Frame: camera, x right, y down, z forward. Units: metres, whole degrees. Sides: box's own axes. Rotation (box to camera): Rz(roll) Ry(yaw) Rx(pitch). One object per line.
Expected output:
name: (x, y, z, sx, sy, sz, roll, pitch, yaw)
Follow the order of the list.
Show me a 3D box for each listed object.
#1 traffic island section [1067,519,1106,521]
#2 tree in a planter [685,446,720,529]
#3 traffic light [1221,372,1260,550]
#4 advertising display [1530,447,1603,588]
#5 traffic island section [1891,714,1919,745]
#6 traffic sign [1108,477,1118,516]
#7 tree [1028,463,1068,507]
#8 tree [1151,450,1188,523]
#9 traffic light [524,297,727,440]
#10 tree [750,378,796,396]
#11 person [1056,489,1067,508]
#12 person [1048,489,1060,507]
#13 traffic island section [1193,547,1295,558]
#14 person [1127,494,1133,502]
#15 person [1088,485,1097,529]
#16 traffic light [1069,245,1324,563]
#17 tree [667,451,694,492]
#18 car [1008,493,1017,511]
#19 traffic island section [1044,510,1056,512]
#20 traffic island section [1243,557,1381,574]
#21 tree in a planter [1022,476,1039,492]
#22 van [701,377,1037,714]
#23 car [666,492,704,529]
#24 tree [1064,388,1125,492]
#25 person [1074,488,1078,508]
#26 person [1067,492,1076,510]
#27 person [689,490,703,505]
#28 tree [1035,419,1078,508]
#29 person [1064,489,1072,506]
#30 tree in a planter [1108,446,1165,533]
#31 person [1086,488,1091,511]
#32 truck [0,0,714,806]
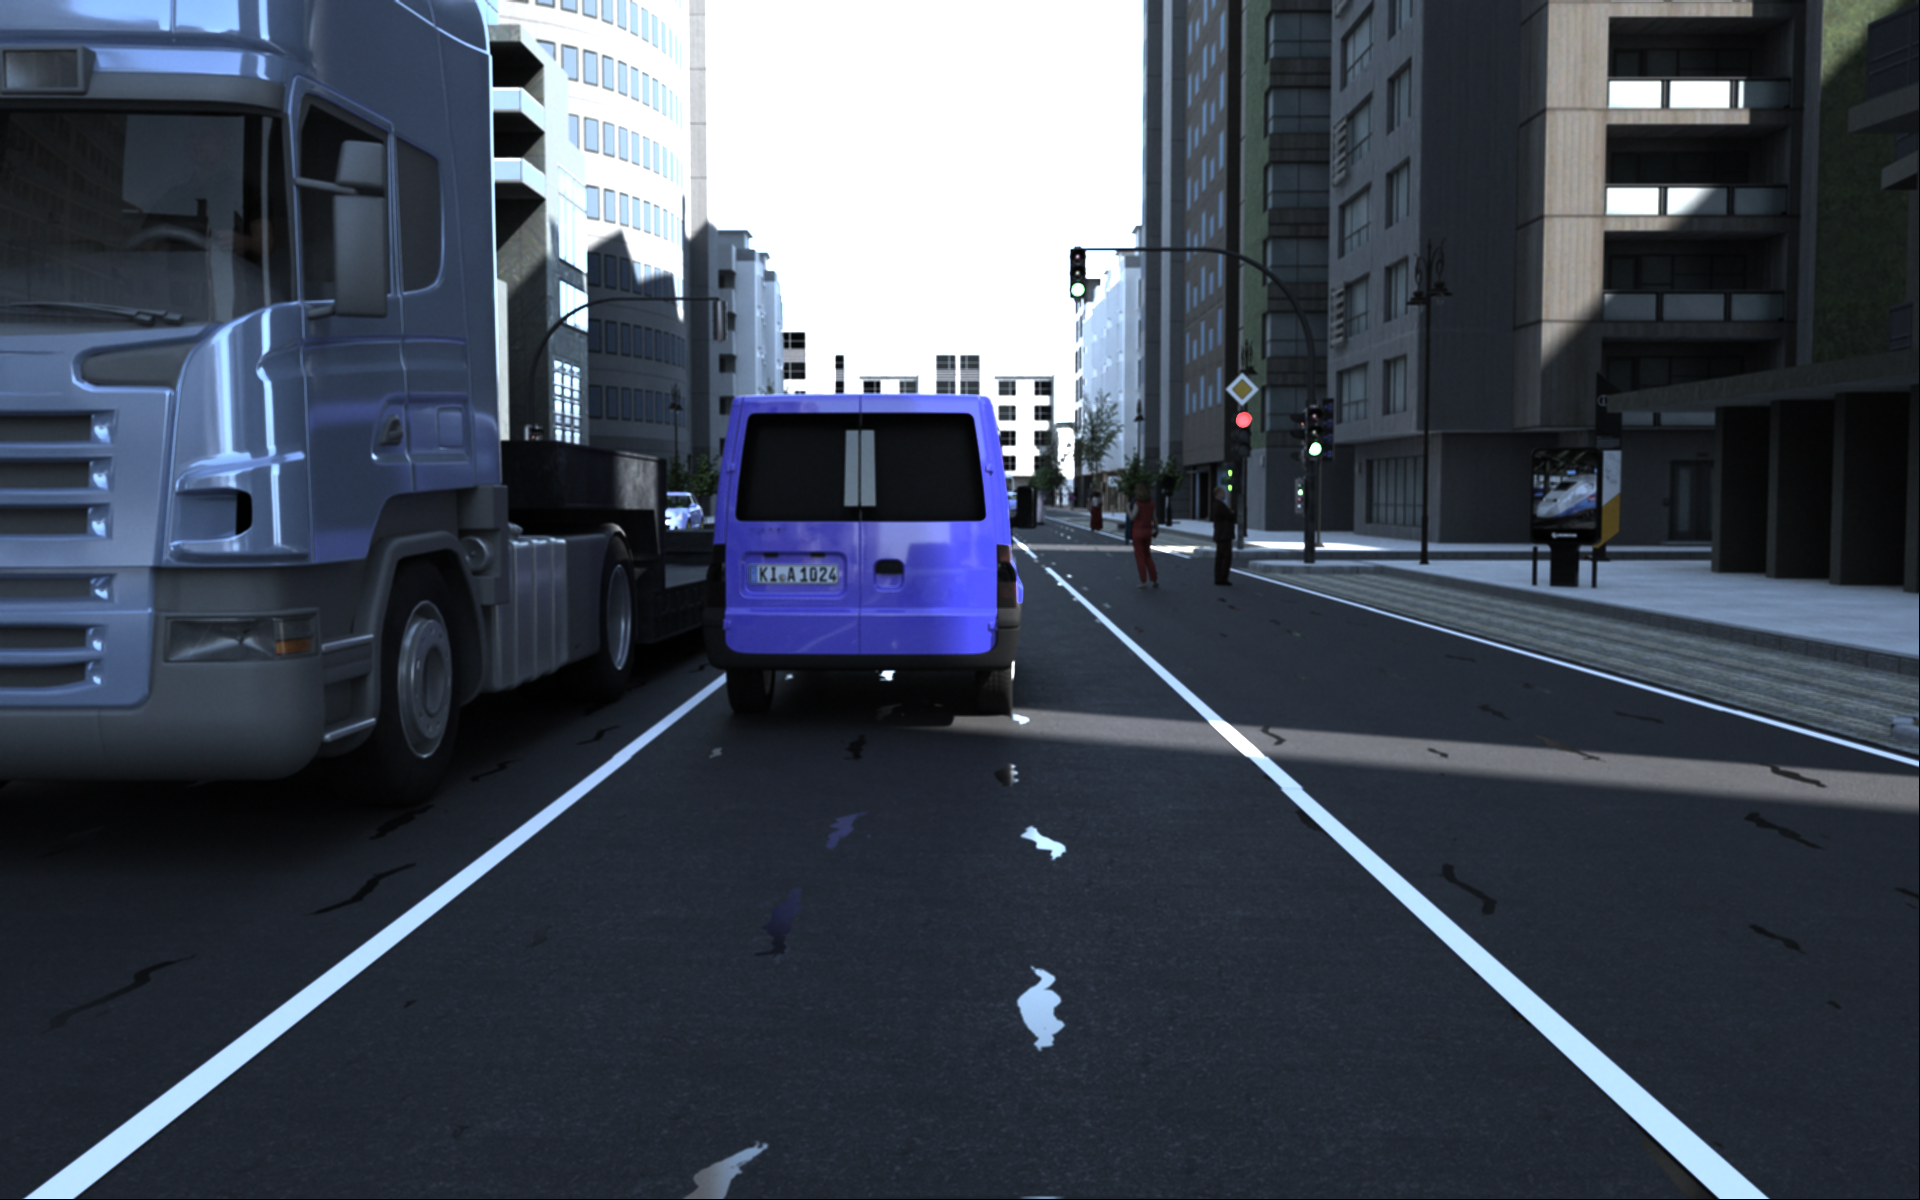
traffic island section: (6.660, -4.213, 91.752, 1.991, 0.108, 1.994, 0, 4, 0)
tree in a planter: (-9.534, -4.137, 64.869, 1.991, 3.239, 1.994, 0, 4, 0)
traffic light: (6.479, -3.126, 40.030, 0.839, 4.253, 0.868, 0, 4, 0)
advertising display: (8.386, -1.148, 23.980, 0.974, 1.923, 0.123, 3, 5, 42)
traffic island section: (6.426, 0.804, 9.719, 1.991, 0.108, 1.994, 0, 4, 0)
traffic sign: (8.803, -5.958, 99.537, 0.606, 2.300, 0.079, 1, 4, 9)
tree: (9.078, -12.666, 190.808, 4.285, 4.588, 4.351, 0, 3, 0)
tree: (9.287, -4.987, 76.140, 1.663, 3.219, 1.824, 0, 3, 0)
traffic light: (-7.790, -4.001, 40.090, 4.771, 5.953, 1.251, 0, 4, 0)
tree: (-11.498, -9.807, 110.711, 4.737, 8.622, 4.395, 0, 3, 0)
person: (9.419, -9.438, 161.078, 1.217, 1.735, 0.721, -2, 4, -34)
person: (9.297, -10.057, 170.436, 1.348, 1.831, 0.705, 1, 4, 11)
traffic island section: (6.520, -1.093, 40.144, 2.009, 0.180, 2.903, 0, 4, 0)
person: (11.995, -7.049, 121.427, 0.705, 1.807, 1.348, 3, 4, 36)
person: (5.524, -3.846, 71.513, 0.434, 1.807, 0.598, 3, 5, 44)
traffic light: (4.365, -3.501, 31.910, 4.771, 5.953, 1.251, 0, 4, 0)
tree: (-12.585, -5.033, 76.895, 1.663, 3.219, 1.824, 0, 3, 0)
car: (3.902, -7.044, 124.755, 1.945, 1.707, 3.694, 0, 4, -2)
traffic island section: (6.800, -7.284, 141.964, 1.991, 0.108, 1.994, 0, 4, 0)
traffic island section: (6.497, -0.604, 32.159, 2.009, 0.180, 2.903, 0, 4, 0)
tree in a planter: (6.886, -10.495, 168.812, 1.991, 3.239, 1.994, 0, 4, 0)
van: (-0.525, -0.525, 12.963, 2.240, 2.365, 5.245, 0, 4, 2)
car: (-9.725, -2.977, 58.264, 1.945, 1.707, 3.694, 0, 4, 2)
tree: (9.307, -10.360, 119.750, 4.737, 8.622, 4.395, 0, 3, 0)
person: (10.646, -9.388, 159.164, 0.705, 1.869, 1.348, 1, 4, 13)
person: (8.905, -7.872, 137.980, 0.599, 1.433, 0.991, -3, 5, -45)
person: (-13.127, -4.812, 85.270, 0.990, 1.755, 0.434, -2, 4, -32)
tree: (9.062, -13.066, 163.999, 4.360, 8.622, 3.978, 0, 3, 0)
person: (12.123, -11.318, 191.176, 1.350, 1.814, 0.705, -2, 4, -24)
tree in a planter: (6.579, -4.128, 64.713, 1.991, 3.239, 1.994, 0, 4, 0)
person: (9.638, -7.418, 127.770, 0.683, 1.767, 0.568, 0, 4, -7)
truck: (-3.458, -1.541, 14.946, 2.967, 4.110, 18.799, 0, 4, 2)
